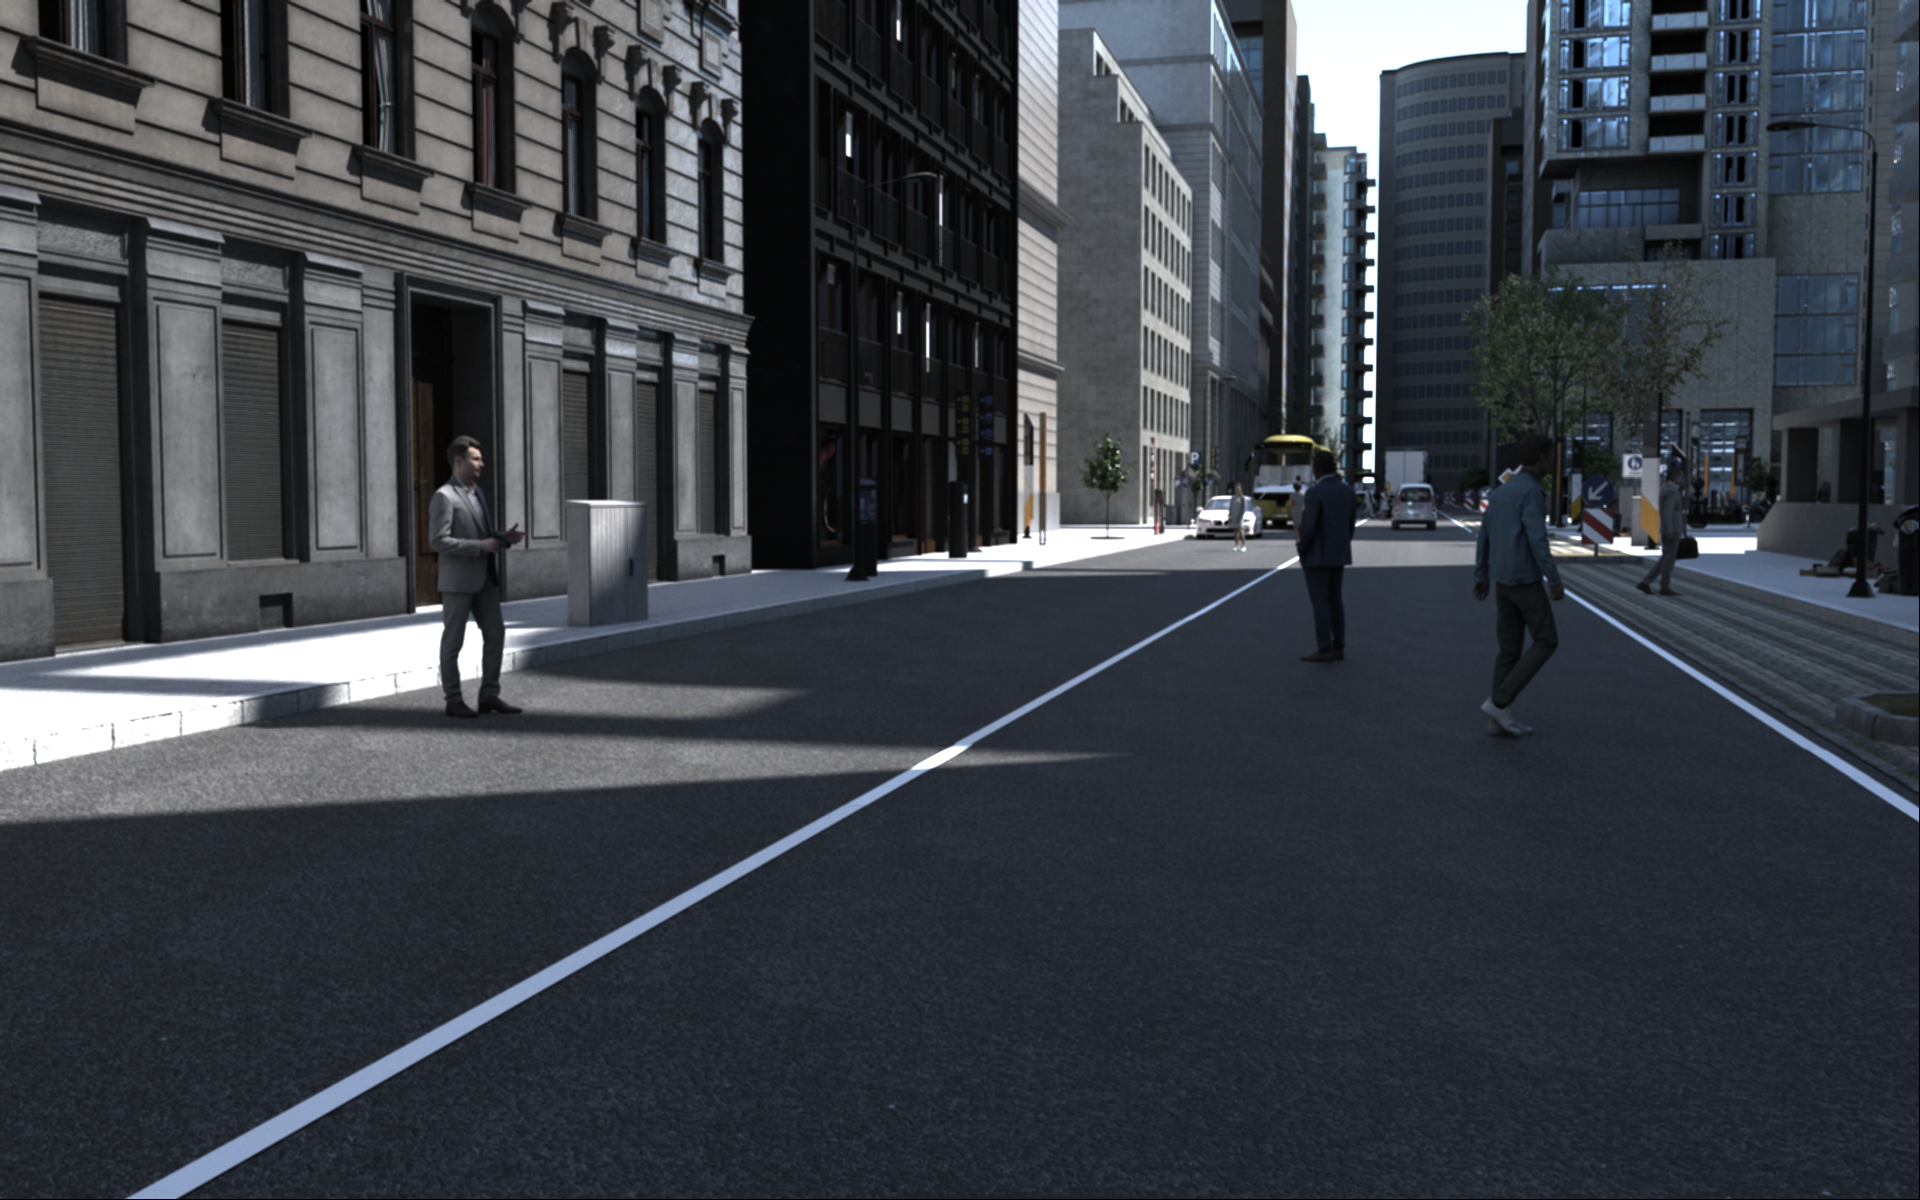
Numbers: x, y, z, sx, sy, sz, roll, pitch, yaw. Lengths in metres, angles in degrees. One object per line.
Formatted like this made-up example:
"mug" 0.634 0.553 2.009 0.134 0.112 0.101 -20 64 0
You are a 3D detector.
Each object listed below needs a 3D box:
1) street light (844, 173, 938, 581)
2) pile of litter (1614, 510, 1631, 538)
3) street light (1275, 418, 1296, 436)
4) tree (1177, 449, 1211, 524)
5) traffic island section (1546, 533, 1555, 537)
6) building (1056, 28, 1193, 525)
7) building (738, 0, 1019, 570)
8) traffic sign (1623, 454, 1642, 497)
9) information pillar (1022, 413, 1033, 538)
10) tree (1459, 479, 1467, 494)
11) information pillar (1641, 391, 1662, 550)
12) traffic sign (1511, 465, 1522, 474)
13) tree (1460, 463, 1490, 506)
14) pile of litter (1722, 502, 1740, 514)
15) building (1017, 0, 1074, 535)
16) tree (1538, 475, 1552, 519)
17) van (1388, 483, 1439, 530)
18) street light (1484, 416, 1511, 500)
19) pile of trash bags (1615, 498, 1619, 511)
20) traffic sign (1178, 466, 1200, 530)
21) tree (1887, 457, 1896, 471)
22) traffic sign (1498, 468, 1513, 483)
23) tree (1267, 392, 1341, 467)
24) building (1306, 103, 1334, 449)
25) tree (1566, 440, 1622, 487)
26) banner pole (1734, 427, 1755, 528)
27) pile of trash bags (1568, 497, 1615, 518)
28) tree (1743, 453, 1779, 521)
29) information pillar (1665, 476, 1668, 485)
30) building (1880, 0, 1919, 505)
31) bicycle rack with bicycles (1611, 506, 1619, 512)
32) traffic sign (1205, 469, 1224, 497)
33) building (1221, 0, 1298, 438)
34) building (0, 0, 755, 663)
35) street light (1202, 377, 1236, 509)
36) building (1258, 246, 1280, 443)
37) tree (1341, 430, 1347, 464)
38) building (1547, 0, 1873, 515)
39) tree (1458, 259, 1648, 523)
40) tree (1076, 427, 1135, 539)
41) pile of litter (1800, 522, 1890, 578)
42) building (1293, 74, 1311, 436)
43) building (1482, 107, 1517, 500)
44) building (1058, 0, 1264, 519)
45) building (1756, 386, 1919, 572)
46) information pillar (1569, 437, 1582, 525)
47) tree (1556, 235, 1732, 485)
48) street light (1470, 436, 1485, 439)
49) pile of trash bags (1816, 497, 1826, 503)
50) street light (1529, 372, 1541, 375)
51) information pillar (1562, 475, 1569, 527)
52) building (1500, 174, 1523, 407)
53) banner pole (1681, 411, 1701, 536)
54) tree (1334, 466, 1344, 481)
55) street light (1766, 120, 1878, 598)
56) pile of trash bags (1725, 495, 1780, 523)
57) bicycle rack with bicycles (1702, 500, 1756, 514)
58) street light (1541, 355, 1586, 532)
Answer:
"street light" -1.005 -3.229 25.332 1.470 5.913 1.316 1 4 15
"pile of litter" 19.804 -2.312 51.761 1.719 0.858 1.176 -3 5 -42
"street light" 19.730 -8.131 105.476 1.470 5.913 1.316 1 4 15
"tree" 10.093 -4.918 75.011 1.663 3.219 1.824 0 3 0
"traffic island section" 18.938 -2.215 58.503 2.009 0.180 2.903 1 4 15
"building" 4.518 -13.797 80.333 10.420 20.320 16.860 1 4 15
"building" -6.462 -12.732 37.843 12.332 23.373 15.834 1 4 15
"traffic sign" 16.998 -2.539 43.648 0.606 2.300 0.079 1 4 19
"information pillar" 1.973 -3.587 49.995 0.183 3.616 0.504 -1 4 -23
"tree" 58.090 -12.572 200.145 1.663 3.219 1.824 0 3 0
"information pillar" 15.888 -2.963 39.802 0.183 3.616 0.504 -1 4 -23
"traffic sign" 18.913 -3.351 58.432 0.795 2.450 0.064 1 4 15
"tree" 54.919 -12.262 184.199 4.285 4.588 4.351 0 3 0
"pile of litter" 40.362 -4.678 90.452 1.719 0.858 1.176 -3 5 -44
"building" -8.839 -16.466 56.608 23.554 28.519 14.401 1 4 15
"tree" 30.129 -5.809 89.578 1.663 3.219 1.824 0 3 0
"van" 18.302 -3.844 69.868 2.013 2.044 4.112 1 4 13
"street light" 31.838 -7.923 102.088 1.470 5.913 1.316 1 4 15
"pile of trash bags" 36.607 -5.428 98.493 1.912 1.369 3.447 1 4 22
"traffic sign" 8.085 -3.524 61.267 0.795 2.450 0.064 1 4 15
"tree" 26.573 -3.231 47.421 1.663 3.219 1.824 0 3 0
"traffic sign" 20.929 -3.824 66.159 0.795 2.450 0.064 1 4 15
"tree" 24.136 -10.620 123.992 4.737 8.622 4.395 0 3 0
"building" 27.524 -35.804 205.001 30.456 49.044 23.786 1 4 15
"tree" 38.609 -7.419 105.022 4.285 4.588 4.351 0 3 0
"banner pole" 29.603 -4.609 65.376 0.401 3.779 0.863 -3 4 -38
"pile of trash bags" 33.702 -5.121 93.474 1.912 1.369 3.447 0 4 5
"tree" 37.381 -5.303 81.309 1.663 3.219 1.824 0 3 0
"information pillar" 28.455 -3.979 69.547 0.304 2.012 0.304 2 4 28
"building" 55.418 -27.627 71.314 30.456 49.044 23.786 1 4 15
"bicycle rack with bicycles" 36.842 -4.912 93.686 2.852 0.926 2.925 0 4 -4
"traffic sign" 10.101 -3.997 68.995 0.795 2.450 0.064 1 4 15
"building" 21.856 -30.670 151.568 14.600 45.320 14.200 1 4 15
"building" -10.160 -10.449 19.997 9.793 20.994 18.267 1 4 15
"street light" 10.242 -5.886 68.774 1.470 5.913 1.316 1 4 15
"building" 16.207 -17.598 129.524 13.314 21.916 24.055 1 4 15
"tree" 38.704 -14.165 181.966 4.737 8.622 4.395 0 3 0
"building" 49.357 -49.293 118.606 22.319 86.520 31.000 1 4 15
"tree" 26.656 -9.310 77.971 9.928 11.665 9.643 0 3 0
"tree" 4.326 -3.359 49.521 1.663 3.219 1.824 0 3 0
"pile of litter" 13.764 -0.780 26.724 1.176 0.858 1.719 0 4 -6
"building" 25.837 -29.488 165.720 14.154 41.232 14.086 1 4 15
"building" 68.098 -33.639 200.102 14.600 45.320 14.200 1 4 15
"building" 11.033 -19.875 102.446 11.434 29.767 29.804 1 4 15
"building" 32.172 -20.551 27.887 32.217 40.220 23.993 1 4 15
"information pillar" 25.383 -4.890 71.312 0.504 3.616 0.183 -2 4 -27
"tree" 19.474 -6.042 49.148 4.360 8.622 3.978 0 3 0
"street light" 41.362 -10.141 138.344 1.470 5.913 1.316 1 4 15
"pile of trash bags" 49.742 -5.295 96.319 1.912 1.369 3.447 -3 5 -45
"street light" 22.309 -5.704 65.802 1.470 5.913 1.316 1 4 15
"information pillar" 23.866 -3.916 68.515 0.304 2.012 0.304 -1 4 -9
"building" 56.346 -23.566 157.008 14.160 30.474 14.107 1 4 15
"banner pole" 22.223 -3.830 52.629 0.863 3.779 0.401 -2 4 -33
"tree" 35.892 -11.372 169.653 4.285 4.588 4.351 0 3 0
"street light" 10.711 -2.998 21.562 1.470 5.913 1.316 1 4 15
"pile of trash bags" 35.815 -4.133 77.324 1.912 1.369 3.447 -3 5 -40
"bicycle rack with bicycles" 42.757 -5.111 96.943 2.925 0.926 2.852 0 4 1
"street light" 20.325 -5.228 58.017 1.470 5.913 1.316 1 4 15
